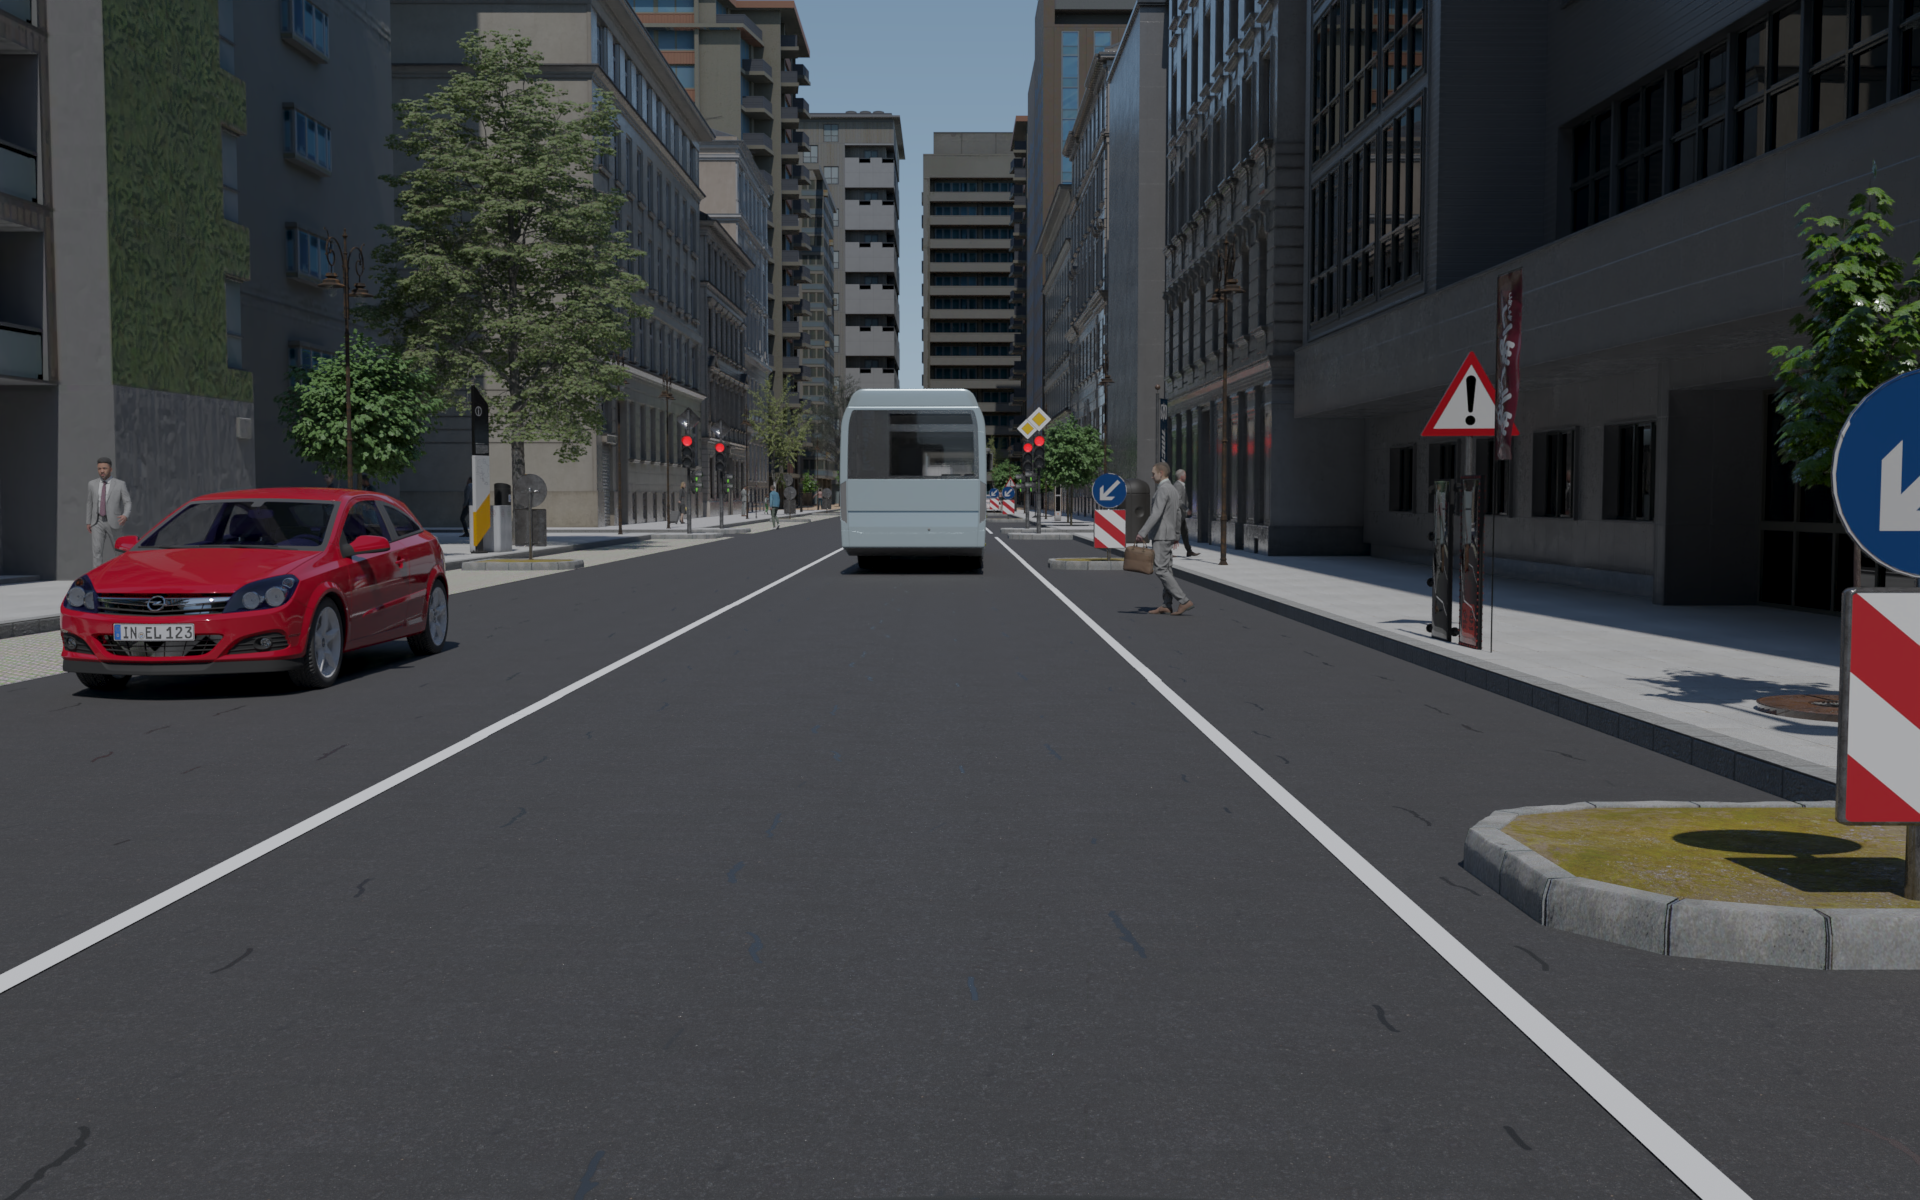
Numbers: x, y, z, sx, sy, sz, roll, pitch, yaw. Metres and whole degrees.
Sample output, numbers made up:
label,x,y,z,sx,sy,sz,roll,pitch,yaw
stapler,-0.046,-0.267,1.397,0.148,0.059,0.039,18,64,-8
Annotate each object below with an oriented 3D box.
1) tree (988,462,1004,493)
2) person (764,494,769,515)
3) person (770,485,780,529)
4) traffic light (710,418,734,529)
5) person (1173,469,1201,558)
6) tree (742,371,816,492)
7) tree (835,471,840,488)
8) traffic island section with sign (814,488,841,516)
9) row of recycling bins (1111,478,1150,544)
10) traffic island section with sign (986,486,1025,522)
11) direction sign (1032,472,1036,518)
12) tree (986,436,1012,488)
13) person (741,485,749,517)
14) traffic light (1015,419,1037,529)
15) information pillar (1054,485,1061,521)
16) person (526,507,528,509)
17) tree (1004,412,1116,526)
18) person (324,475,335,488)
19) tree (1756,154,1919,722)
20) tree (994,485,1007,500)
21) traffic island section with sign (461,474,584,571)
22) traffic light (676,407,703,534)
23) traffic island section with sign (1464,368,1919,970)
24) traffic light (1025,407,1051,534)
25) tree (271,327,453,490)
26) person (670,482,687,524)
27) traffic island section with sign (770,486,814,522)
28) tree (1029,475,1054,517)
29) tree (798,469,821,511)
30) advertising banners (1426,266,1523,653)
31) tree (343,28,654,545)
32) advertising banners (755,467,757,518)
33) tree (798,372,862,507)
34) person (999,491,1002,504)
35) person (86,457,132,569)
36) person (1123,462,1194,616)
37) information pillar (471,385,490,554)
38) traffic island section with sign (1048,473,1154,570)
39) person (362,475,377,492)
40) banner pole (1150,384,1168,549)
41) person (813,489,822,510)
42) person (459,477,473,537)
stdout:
label,x,y,z,sx,sy,sz,roll,pitch,yaw
tree,4.281,-10.721,158.998,4.285,4.588,4.351,0,3,0
person,-12.008,-5.941,107.424,0.306,1.304,0.590,2,4,28
person,-7.477,-3.733,69.874,0.444,1.785,0.601,3,5,44
traffic light,-8.787,-4.583,63.847,0.839,4.253,0.868,0,4,0
person,4.502,-1.749,35.043,0.834,1.777,0.661,0,4,-7
tree,-10.989,-9.446,104.799,4.737,8.622,4.395,0,3,0
tree,-11.971,-12.551,188.923,4.285,4.588,4.351,0,3,0
traffic island section with sign,-8.855,-6.557,115.839,1.989,1.847,2.006,0,4,0
row of recycling bins,4.559,-2.407,46.474,1.069,1.692,3.534,0,4,0
traffic island section with sign,2.352,-4.915,88.982,1.989,1.847,2.006,0,4,0
direction sign,4.064,-6.200,93.361,0.379,3.537,0.876,0,4,0
tree,4.512,-16.265,216.302,4.737,8.622,4.395,0,3,0
person,-12.286,-5.685,99.177,0.466,1.800,0.511,-3,5,-45
traffic light,2.474,-4.588,63.940,0.839,4.253,0.868,0,4,0
information pillar,4.660,-4.775,82.560,0.304,2.012,0.304,0,4,-2
person,-15.451,-3.238,61.803,0.532,1.782,0.716,-1,4,-11
tree,4.494,-5.237,69.332,4.285,4.588,4.351,0,3,0
person,-14.184,-1.997,39.108,0.576,1.772,0.534,3,4,38
tree,5.124,-0.939,9.961,1.663,3.219,1.824,0,3,0
tree,4.596,-12.382,197.054,1.663,3.219,1.824,0,3,0
traffic island section with sign,-8.293,-1.499,33.142,1.989,1.847,2.006,0,4,0
traffic light,-8.732,-4.094,55.862,0.839,4.253,0.868,0,4,0
traffic island section with sign,2.925,0.151,6.159,1.989,1.847,2.006,0,4,0
traffic light,2.529,-4.100,55.956,0.839,4.253,0.868,0,4,0
tree,-11.809,-3.095,34.311,4.285,4.588,4.351,0,3,0
person,-12.064,-4.151,74.134,0.699,1.804,1.509,1,4,22
traffic island section with sign,-8.674,-4.900,88.742,1.989,1.847,2.006,0,4,0
tree,4.745,-6.307,97.713,1.663,3.219,1.824,0,3,0
tree,-11.817,-8.557,134.503,1.663,3.219,1.824,0,3,0
advertising banners,4.267,-1.115,14.422,0.090,3.025,2.074,0,4,-2
tree,-11.354,-7.659,43.354,7.486,12.596,7.792,0,3,0
advertising banners,-10.786,-5.837,91.619,0.090,3.025,2.074,0,4,-6
tree,-12.026,-16.172,174.780,12.009,13.543,11.850,0,3,0
person,4.463,-11.281,191.203,1.217,1.736,0.721,-1,4,-15
person,-11.866,-1.090,24.138,0.678,1.792,0.850,0,4,-7
person,2.400,-0.732,20.596,0.853,1.813,0.709,1,4,20
information pillar,-10.340,-2.813,37.344,0.183,3.616,0.504,2,4,24
traffic island section with sign,2.726,-1.530,33.644,1.989,1.847,2.006,0,4,0
person,-15.235,-2.341,44.664,0.623,1.781,0.721,2,4,26
banner pole,4.620,-3.048,39.847,0.401,3.779,0.863,2,4,28
person,-11.521,-8.306,142.555,1.217,1.736,0.721,-1,4,-12
person,-14.725,-2.790,51.847,0.473,1.802,0.592,2,4,31
